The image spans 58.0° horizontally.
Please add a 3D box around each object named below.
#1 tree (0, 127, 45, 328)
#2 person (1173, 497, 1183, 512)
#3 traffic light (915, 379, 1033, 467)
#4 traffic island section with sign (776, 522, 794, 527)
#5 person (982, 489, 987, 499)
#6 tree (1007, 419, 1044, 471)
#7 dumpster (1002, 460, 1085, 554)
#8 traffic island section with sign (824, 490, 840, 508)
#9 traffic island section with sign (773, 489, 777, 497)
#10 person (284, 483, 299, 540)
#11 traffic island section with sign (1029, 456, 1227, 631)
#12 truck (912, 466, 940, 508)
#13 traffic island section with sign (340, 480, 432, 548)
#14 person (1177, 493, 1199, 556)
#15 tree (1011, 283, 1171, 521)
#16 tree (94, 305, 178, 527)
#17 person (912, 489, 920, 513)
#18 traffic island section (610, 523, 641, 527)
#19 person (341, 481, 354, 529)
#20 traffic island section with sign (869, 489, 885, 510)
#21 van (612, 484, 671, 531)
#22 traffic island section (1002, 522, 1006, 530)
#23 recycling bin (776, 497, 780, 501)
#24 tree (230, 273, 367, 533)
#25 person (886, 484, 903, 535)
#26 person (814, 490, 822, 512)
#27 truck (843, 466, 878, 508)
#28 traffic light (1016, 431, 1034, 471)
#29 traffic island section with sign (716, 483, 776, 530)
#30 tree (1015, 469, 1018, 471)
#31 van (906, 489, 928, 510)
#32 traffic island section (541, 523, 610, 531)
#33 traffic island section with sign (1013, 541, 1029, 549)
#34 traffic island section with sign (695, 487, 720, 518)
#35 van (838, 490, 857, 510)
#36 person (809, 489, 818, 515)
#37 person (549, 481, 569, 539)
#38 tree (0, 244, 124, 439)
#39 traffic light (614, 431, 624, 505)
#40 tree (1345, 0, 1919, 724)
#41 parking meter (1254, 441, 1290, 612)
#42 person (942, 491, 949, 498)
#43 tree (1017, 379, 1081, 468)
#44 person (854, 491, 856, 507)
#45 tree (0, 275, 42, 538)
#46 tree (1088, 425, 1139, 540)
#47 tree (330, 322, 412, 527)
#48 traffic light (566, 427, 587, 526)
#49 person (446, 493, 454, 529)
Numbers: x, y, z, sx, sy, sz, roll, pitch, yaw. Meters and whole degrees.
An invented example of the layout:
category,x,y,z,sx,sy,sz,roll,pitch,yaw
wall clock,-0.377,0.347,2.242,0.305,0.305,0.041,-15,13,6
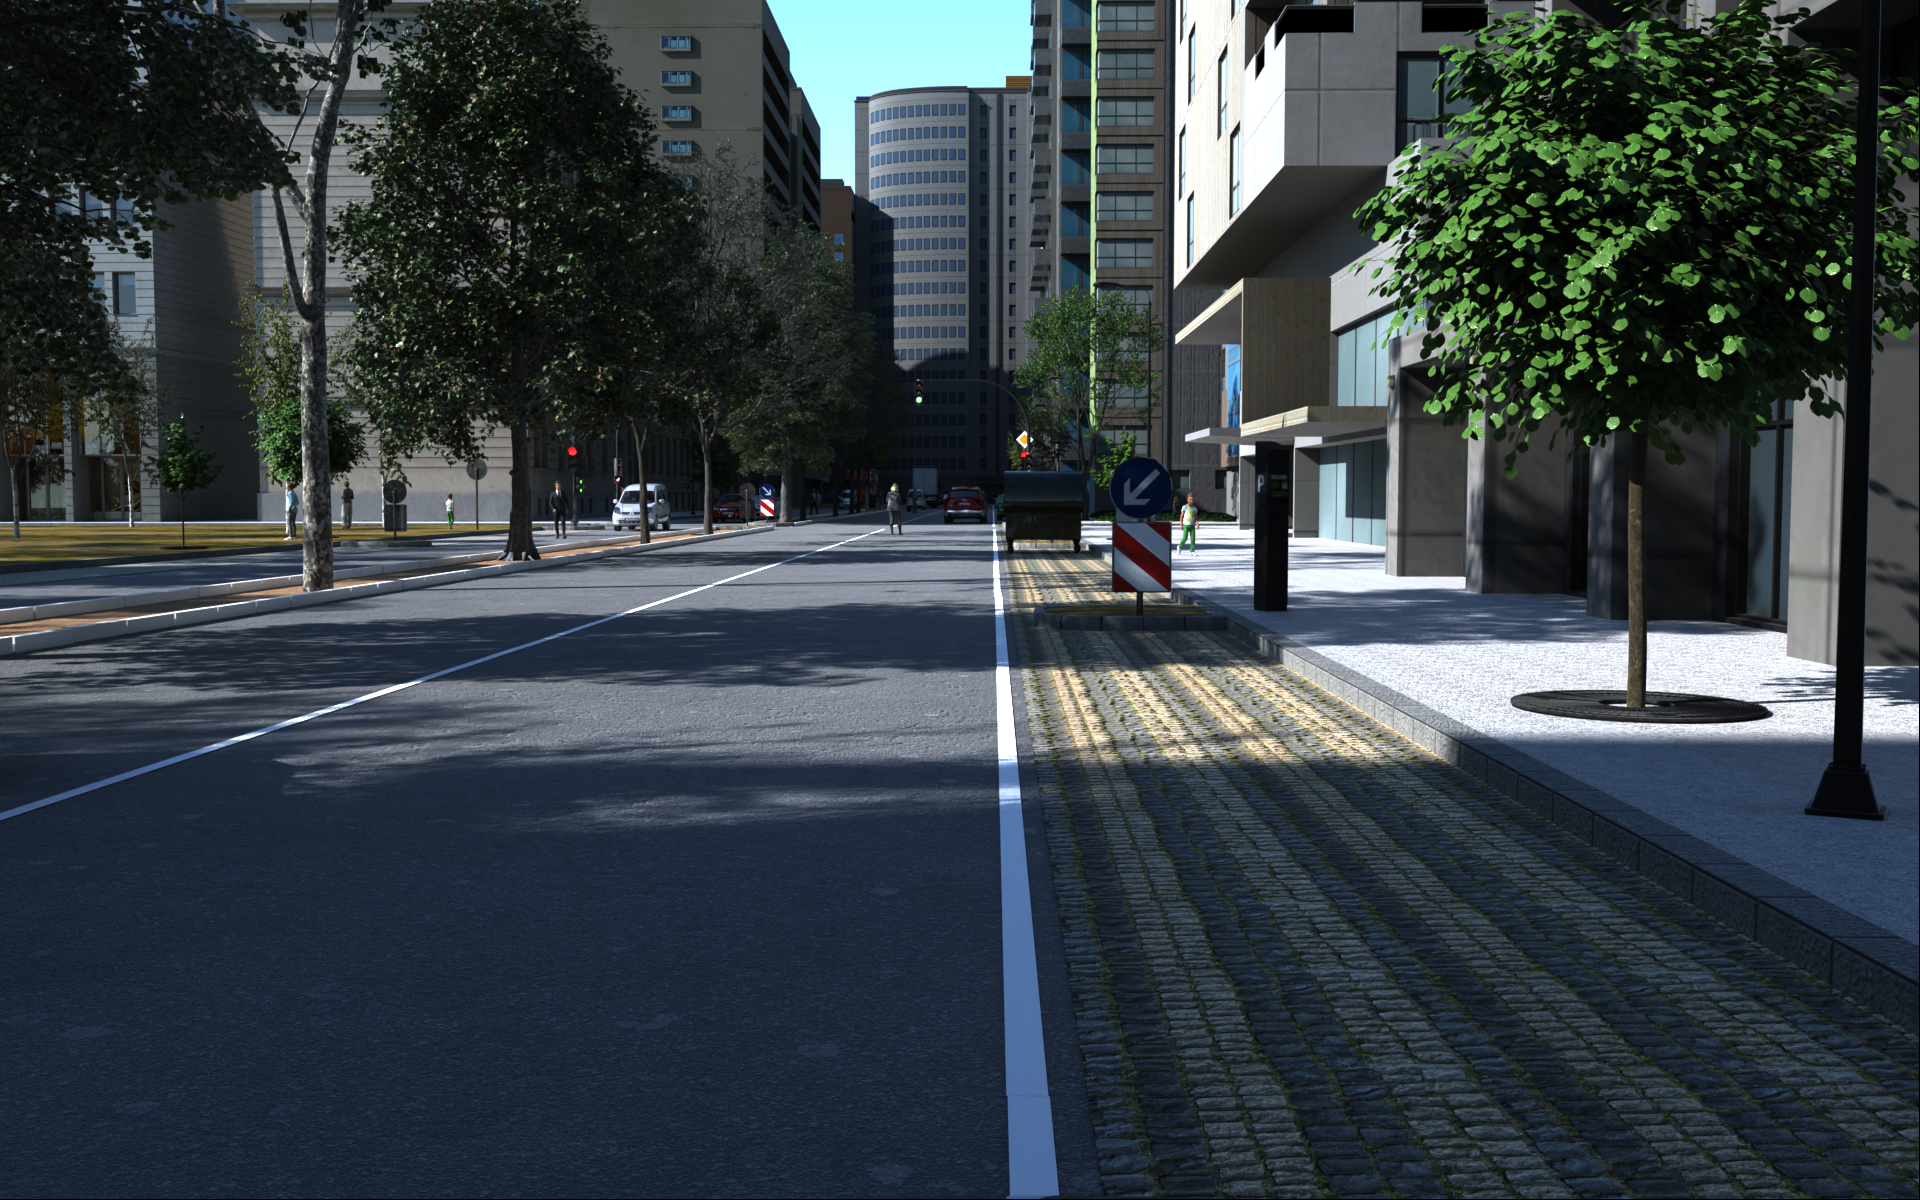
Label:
category,x,y,z,sx,sy,sz,roll,pitch,yaw
tree,-26.234,-7.084,41.581,9.928,11.665,9.643,0,3,0
person,11.279,-4.732,88.914,1.012,1.151,0.738,-1,4,-21
traffic light,0.607,-5.750,68.686,4.771,5.953,1.251,0,4,1
traffic island section with sign,-8.463,-4.197,76.758,2.006,1.907,1.989,0,4,1
person,2.006,-8.411,145.976,0.822,1.834,0.622,-2,4,-26
tree,6.318,-12.706,158.106,4.737,8.622,4.395,0,3,0
dumpster,2.016,-2.257,41.849,1.985,2.255,1.502,0,4,3
traffic island section with sign,-13.023,-10.418,178.964,1.989,1.847,2.006,0,4,1
traffic island section with sign,-13.952,-7.371,129.148,1.989,1.847,2.006,0,4,1
person,-18.623,-2.471,48.256,0.330,1.601,0.589,0,4,5
traffic island section with sign,1.808,-0.631,18.948,1.989,1.847,2.006,0,4,1
truck,-3.490,-11.527,177.383,2.839,4.237,11.283,0,3,0
traffic island section with sign,-15.486,-2.347,47.008,1.989,1.847,2.006,0,4,1
person,4.734,-1.569,35.945,0.306,1.304,0.590,-2,4,-31
tree,6.210,-9.689,84.167,9.928,11.665,9.643,0,3,0
tree,-32.248,-7.132,66.963,4.360,8.622,3.978,0,3,0
person,-3.342,-7.489,131.151,0.583,1.804,0.606,0,4,-1
traffic island section,-15.249,-3.361,77.229,2.009,0.180,2.903,0,4,1
person,-22.733,-3.523,64.188,0.362,1.759,0.519,2,4,24
traffic island section with sign,-7.066,-8.792,151.884,2.006,1.907,1.989,0,4,1
van,-12.541,-3.749,68.312,2.013,2.044,4.112,0,4,1
traffic island section,2.889,-3.340,76.885,2.009,0.180,2.903,0,4,1
recycling bin,-15.792,-8.255,147.515,0.722,1.027,0.722,-3,5,-41
tree,-21.984,-6.519,56.952,4.737,8.622,4.395,0,3,0
person,-2.309,-3.185,60.753,0.537,1.800,0.526,1,4,20
person,-11.690,-8.139,142.322,0.760,1.731,0.466,2,4,31
truck,-10.128,-11.557,177.878,2.839,4.237,11.283,0,4,2
traffic light,2.849,-5.373,76.772,0.839,4.253,0.868,0,4,1
traffic island section with sign,-8.612,-3.744,69.352,2.006,1.907,1.989,0,4,1
tree,6.540,-10.963,162.951,4.285,4.588,4.351,0,3,0
van,-3.933,-9.133,156.338,2.013,2.044,4.112,0,4,2
traffic island section,-15.398,-2.872,69.245,2.009,0.180,2.903,0,4,1
traffic island section with sign,2.310,-2.280,45.899,1.989,1.847,2.006,0,4,1
traffic island section with sign,-14.467,-5.705,101.901,1.989,1.847,2.006,0,4,1
van,-10.294,-9.414,160.923,2.013,2.044,4.112,0,4,0
person,-9.534,-6.387,113.333,0.661,1.777,0.834,-3,5,-41
person,-12.844,-2.896,55.626,0.659,1.850,0.755,-1,4,-20
tree,-33.580,-7.636,59.264,7.601,10.594,8.767,3,5,40
traffic light,-13.116,-6.264,77.089,4.771,5.953,1.251,0,4,1
tree,4.044,-1.627,10.316,4.285,4.588,4.351,0,3,0
parking meter,3.423,-0.814,19.024,0.255,1.863,0.399,-1,4,-16
person,-1.330,-10.425,179.661,1.217,1.736,0.721,-2,4,-26
tree,5.856,-9.812,110.783,4.360,8.622,3.978,0,3,0
person,-9.034,-8.485,147.328,0.767,1.812,0.694,1,4,15
tree,-27.499,-6.110,50.267,4.360,8.622,3.978,0,3,0
tree,4.660,-3.300,48.558,1.663,3.219,1.824,0,3,0
tree,-22.132,-7.141,67.113,4.360,8.622,3.978,0,3,0
traffic light,-15.358,-4.905,69.109,0.839,4.253,0.868,0,4,1
person,-18.405,-3.195,62.528,0.306,1.304,0.590,0,4,-7
